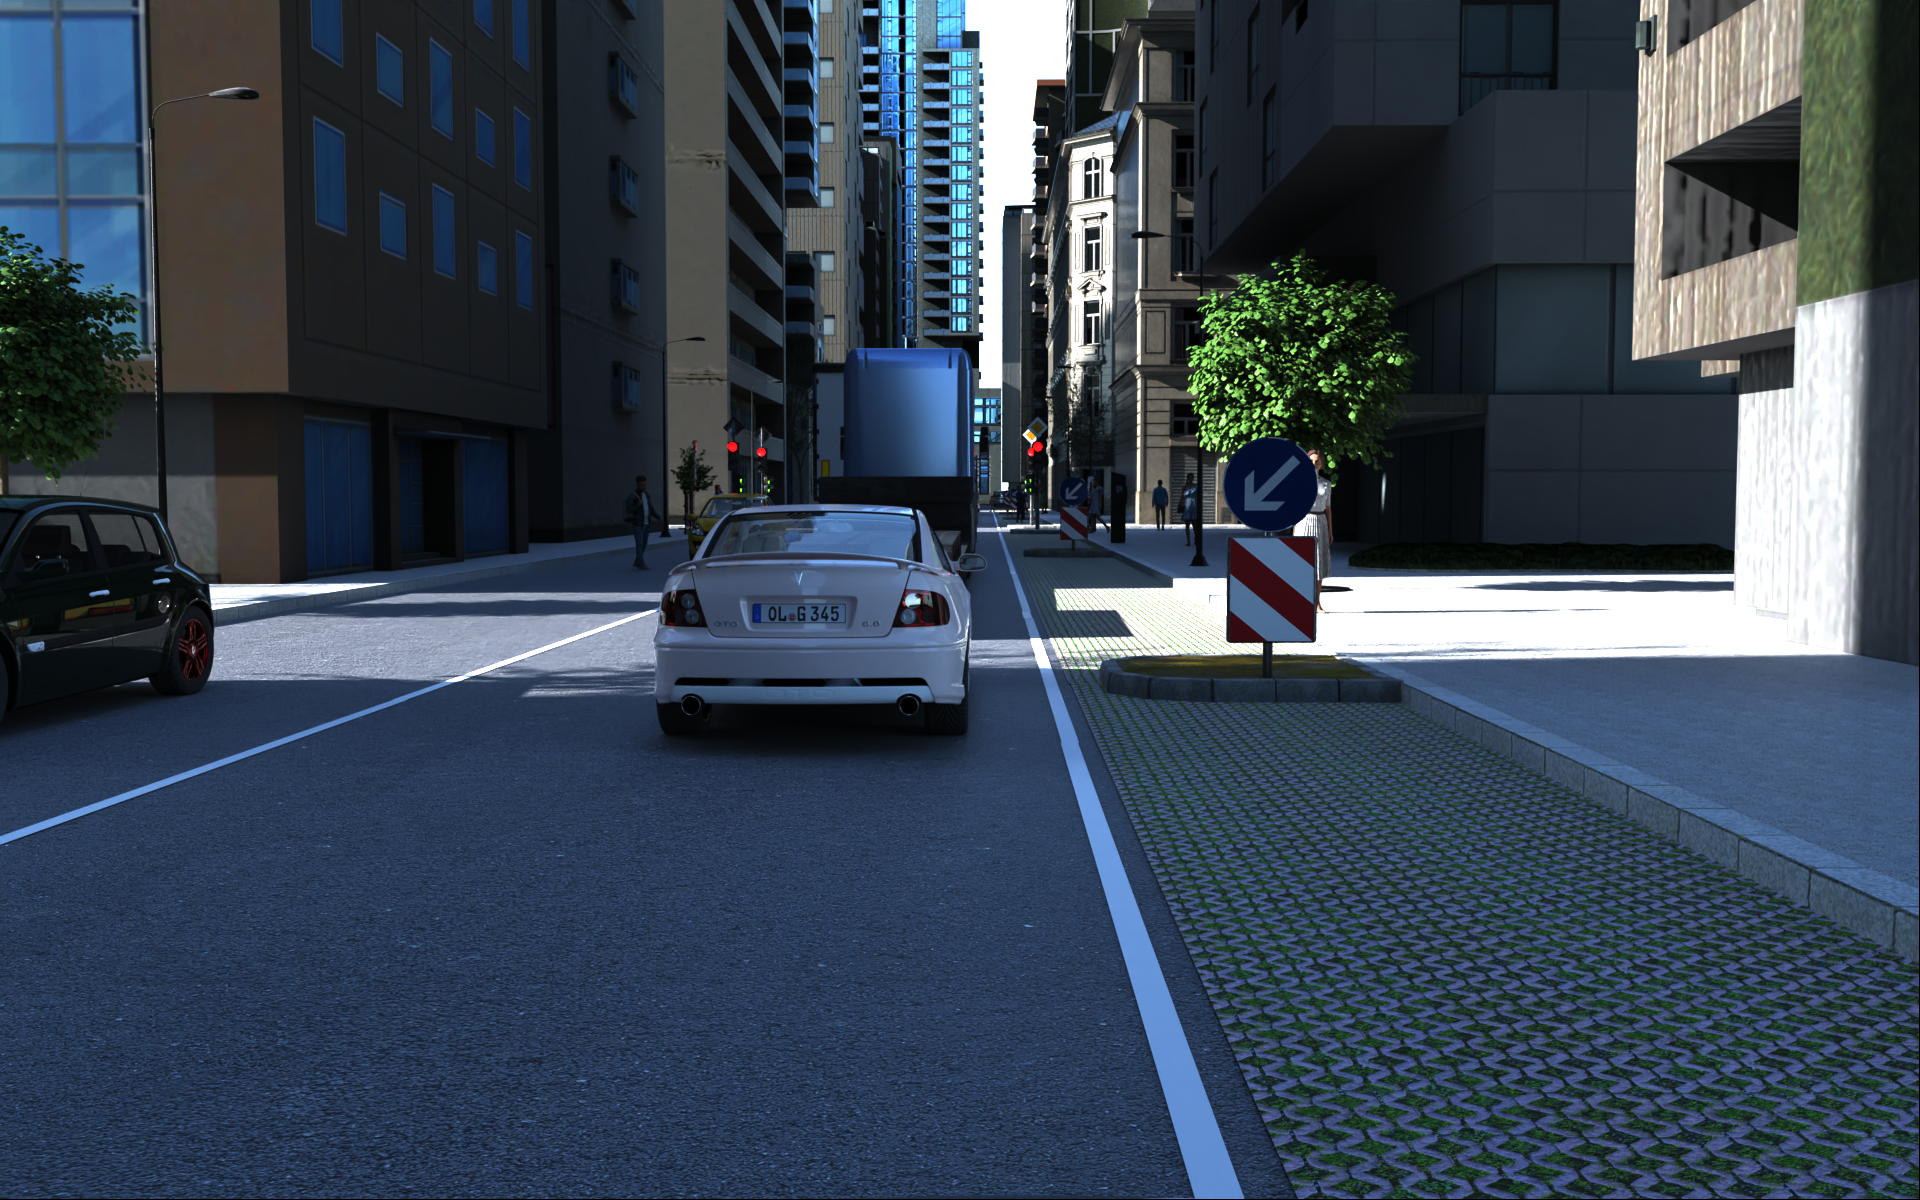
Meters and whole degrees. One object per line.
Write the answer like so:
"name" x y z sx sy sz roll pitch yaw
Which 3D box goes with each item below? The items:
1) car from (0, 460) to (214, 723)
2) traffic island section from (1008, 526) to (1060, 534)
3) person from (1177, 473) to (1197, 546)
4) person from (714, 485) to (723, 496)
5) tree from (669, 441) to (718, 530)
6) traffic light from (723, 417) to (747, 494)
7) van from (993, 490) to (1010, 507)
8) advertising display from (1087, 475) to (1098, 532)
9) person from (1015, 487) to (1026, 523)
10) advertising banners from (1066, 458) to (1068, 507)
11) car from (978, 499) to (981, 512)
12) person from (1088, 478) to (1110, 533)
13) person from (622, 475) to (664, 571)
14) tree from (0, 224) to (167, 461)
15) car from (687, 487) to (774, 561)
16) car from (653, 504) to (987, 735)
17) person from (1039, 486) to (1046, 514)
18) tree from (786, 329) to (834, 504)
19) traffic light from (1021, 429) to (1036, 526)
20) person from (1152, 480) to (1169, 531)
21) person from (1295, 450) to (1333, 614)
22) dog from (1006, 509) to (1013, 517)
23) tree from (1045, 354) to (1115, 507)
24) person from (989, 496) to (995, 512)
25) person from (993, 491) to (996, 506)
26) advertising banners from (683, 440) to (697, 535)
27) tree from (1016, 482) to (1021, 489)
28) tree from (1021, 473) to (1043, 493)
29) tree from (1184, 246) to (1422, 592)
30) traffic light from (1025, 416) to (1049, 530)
"car" -6.365 -0.076 11.032 2.009 1.686 4.222 0 4 2
"traffic island section" 2.826 -2.474 62.727 2.009 0.180 2.903 0 4 1
"person" 5.684 -2.248 42.885 0.616 1.811 0.778 1 4 21
"person" -9.206 -3.517 66.260 0.793 1.790 0.793 -1 4 -9
"tree" -9.692 -4.164 62.678 1.663 3.219 1.824 0 3 0
"traffic light" -8.174 -4.517 62.769 0.839 4.253 0.868 0 4 1
"van" 4.667 -11.518 195.332 2.013 2.044 4.112 0 4 1
"advertising display" 4.528 -3.309 59.312 0.123 1.923 0.974 -1 4 -10
"person" 3.043 -4.754 86.642 0.576 1.772 0.534 0 4 7
"advertising banners" 4.763 -4.929 76.774 0.090 3.025 2.074 0 4 2
"car" 0.622 -7.631 137.136 2.083 1.381 4.827 0 4 0
"person" 4.457 -3.058 56.132 0.778 1.811 0.616 0 4 -6
"person" -5.983 -1.446 32.490 0.721 1.781 0.623 1 4 19
"tree" -11.365 -2.265 20.743 4.285 4.588 4.351 0 3 0
"car" -4.715 -1.631 36.894 2.015 1.641 3.980 0 4 0
"car" -0.856 0.041 11.686 2.083 1.381 4.827 0 4 0
"person" 5.281 -6.385 110.679 0.600 1.795 0.529 2 4 35
"tree" -8.805 -9.960 97.254 8.767 10.594 7.601 0 4 7
"traffic light" 2.911 -4.996 70.598 0.839 4.253 0.868 0 4 1
"person" 6.971 -3.298 60.301 0.601 1.785 0.444 0 4 0
"person" 3.789 -0.729 18.540 0.480 1.755 0.524 -1 4 -13
"dog" 3.085 -5.388 107.387 0.406 0.507 0.540 1 4 10
"tree" 6.336 -8.639 91.608 4.360 8.622 3.978 0 3 0
"person" 2.507 -7.587 136.826 0.475 1.303 0.640 -3 5 -44
"person" 4.030 -12.075 206.447 0.721 1.766 1.217 2 4 32
"advertising banners" -8.631 -3.631 55.562 0.090 3.025 2.074 0 4 3
"tree" 7.495 -13.259 211.381 1.663 3.219 1.824 0 3 0
"tree" 6.703 -9.955 157.372 1.663 3.219 1.824 0 3 0
"tree" 4.469 -2.405 23.031 4.285 4.588 4.351 0 3 0
"traffic light" 2.786 -4.507 62.614 0.839 4.253 0.868 0 4 1
